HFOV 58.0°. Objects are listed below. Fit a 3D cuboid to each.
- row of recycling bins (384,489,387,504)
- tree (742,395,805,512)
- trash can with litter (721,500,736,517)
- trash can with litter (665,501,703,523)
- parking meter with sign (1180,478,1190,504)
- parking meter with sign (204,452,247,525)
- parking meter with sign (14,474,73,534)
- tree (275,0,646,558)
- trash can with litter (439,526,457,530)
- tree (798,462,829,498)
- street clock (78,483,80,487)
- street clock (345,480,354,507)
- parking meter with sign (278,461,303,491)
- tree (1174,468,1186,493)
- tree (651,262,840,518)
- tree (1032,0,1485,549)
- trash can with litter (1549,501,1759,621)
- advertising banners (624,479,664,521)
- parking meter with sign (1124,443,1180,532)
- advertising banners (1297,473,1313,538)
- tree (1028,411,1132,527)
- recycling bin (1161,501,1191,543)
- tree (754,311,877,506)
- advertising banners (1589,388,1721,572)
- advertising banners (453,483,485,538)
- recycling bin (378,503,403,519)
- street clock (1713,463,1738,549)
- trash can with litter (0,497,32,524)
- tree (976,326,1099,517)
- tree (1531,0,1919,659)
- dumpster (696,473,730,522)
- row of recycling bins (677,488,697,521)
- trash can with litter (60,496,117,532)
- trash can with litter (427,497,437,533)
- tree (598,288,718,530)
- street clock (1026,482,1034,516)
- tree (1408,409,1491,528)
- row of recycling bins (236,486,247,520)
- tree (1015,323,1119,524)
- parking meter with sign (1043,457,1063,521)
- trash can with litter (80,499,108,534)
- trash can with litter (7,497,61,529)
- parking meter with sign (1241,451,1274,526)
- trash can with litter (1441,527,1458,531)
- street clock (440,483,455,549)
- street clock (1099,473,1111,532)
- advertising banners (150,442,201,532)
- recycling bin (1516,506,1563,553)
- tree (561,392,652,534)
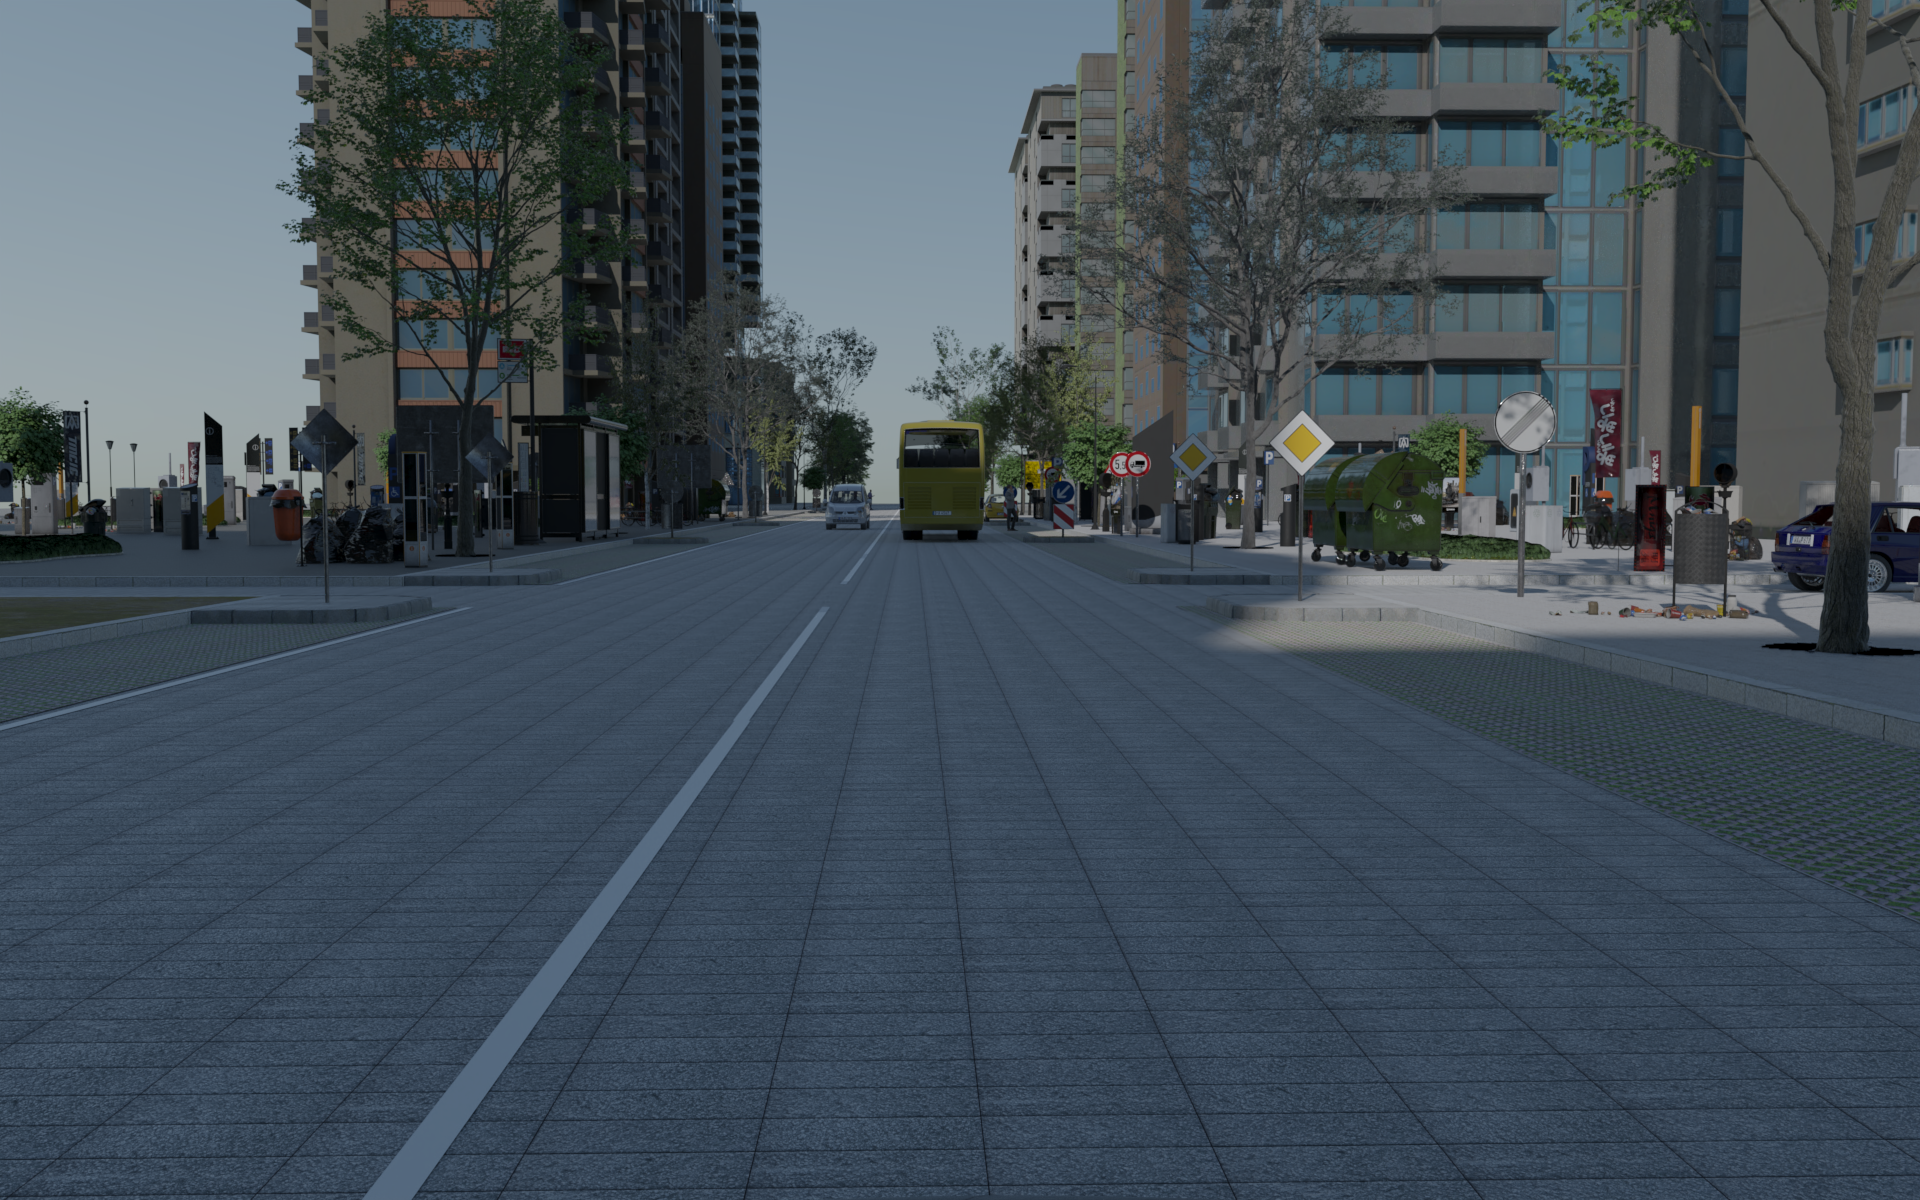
[{"bbox_3d":[-31.776,-5.607,98.784,1.069,1.692,3.534,0,4,5],"label":"row of recycling bins"},{"bbox_3d":[-13.242,-10.434,120.960,4.737,8.622,4.395,0,3,0],"label":"tree"},{"bbox_3d":[-12.952,-5.167,95.871,1.055,1.170,0.624,-3,4,-36],"label":"trash can with litter"},{"bbox_3d":[-12.558,-4.033,76.994,2.233,1.210,1.678,1,4,17],"label":"trash can with litter"},{"bbox_3d":[10.307,-5.104,79.717,0.543,3.016,1.738,3,5,44],"label":"parking meter with sign"},{"bbox_3d":[-30.511,-4.632,71.997,1.738,3.016,0.543,-1,4,-13],"label":"parking meter with sign"},{"bbox_3d":[-29.402,-3.627,55.567,1.738,3.016,0.543,0,4,-8],"label":"parking meter with sign"},{"bbox_3d":[-9.984,-6.689,35.116,9.928,11.665,9.643,0,3,0],"label":"tree"},{"bbox_3d":[-18.973,-3.076,61.348,2.233,1.210,1.678,-1,4,-15],"label":"trash can with litter"},{"bbox_3d":[-14.469,-11.509,171.880,4.285,4.588,4.351,0,3,0],"label":"tree"},{"bbox_3d":[-44.694,-5.068,87.433,0.471,2.002,0.358,-2,4,-29],"label":"street clock"},{"bbox_3d":[-30.864,-5.083,87.679,0.358,2.002,0.471,2,4,32],"label":"street clock"},{"bbox_3d":[-35.121,-5.745,90.191,0.543,3.016,1.738,2,4,34],"label":"parking meter with sign"},{"bbox_3d":[10.890,-5.736,88.380,1.663,3.219,1.824,0,3,0],"label":"tree"},{"bbox_3d":[-11.694,-11.160,92.829,12.009,13.543,11.850,0,3,0],"label":"tree"},{"bbox_3d":[6.921,-7.945,40.270,12.009,13.543,11.850,0,3,0],"label":"tree"},{"bbox_3d":[7.382,-0.442,18.293,2.233,1.210,1.678,1,4,13],"label":"trash can with litter"},{"bbox_3d":[-14.913,-5.228,81.671,2.074,3.025,0.090,-1,4,-21],"label":"advertising banners"},{"bbox_3d":[6.526,-3.862,59.407,1.738,3.016,0.543,-1,4,-12],"label":"parking meter with sign"},{"bbox_3d":[10.269,-3.303,50.194,0.090,3.025,2.074,-1,4,-21],"label":"advertising banners"},{"bbox_3d":[5.474,-5.177,68.356,4.285,4.588,4.351,0,3,0],"label":"tree"},{"bbox_3d":[5.694,-2.014,45.478,0.722,1.027,0.722,0,4,-7],"label":"recycling bin"},{"bbox_3d":[-15.223,-19.837,180.229,12.611,20.169,13.585,0,3,0],"label":"tree"},{"bbox_3d":[11.442,-1.982,28.586,2.074,3.025,0.090,1,4,12],"label":"advertising banners"},{"bbox_3d":[-14.667,-3.383,51.494,0.090,3.025,2.074,-3,5,-42],"label":"advertising banners"},{"bbox_3d":[-15.033,-2.058,46.206,0.722,1.027,0.722,0,4,4],"label":"recycling bin"},{"bbox_3d":[17.791,-2.185,40.294,0.358,2.002,0.471,-3,5,-44],"label":"street clock"},{"bbox_3d":[-41.085,-3.940,75.485,2.233,1.210,1.678,-2,4,-34],"label":"trash can with litter"},{"bbox_3d":[4.392,-9.958,97.233,8.767,10.594,7.601,3,4,36],"label":"tree"},{"bbox_3d":[7.149,-5.370,13.561,9.928,11.665,9.643,0,3,0],"label":"tree"},{"bbox_3d":[-11.656,-4.828,81.435,1.502,2.255,1.985,0,4,-1],"label":"dumpster"},{"bbox_3d":[-13.370,-4.734,84.514,1.069,1.692,3.534,0,4,3],"label":"row of recycling bins"},{"bbox_3d":[-29.313,-2.960,59.453,1.678,1.210,2.233,0,4,6],"label":"trash can with litter"},{"bbox_3d":[-17.449,-2.796,57.103,0.624,1.170,1.055,-2,4,-28],"label":"trash can with litter"},{"bbox_3d":[-11.134,-6.844,62.254,4.360,8.622,3.978,0,3,0],"label":"tree"},{"bbox_3d":[4.157,-6.036,103.254,0.471,2.002,0.358,0,4,7],"label":"street clock"},{"bbox_3d":[18.693,-5.077,66.716,4.285,4.588,4.351,0,3,0],"label":"tree"},{"bbox_3d":[-36.103,-4.817,85.874,1.069,1.692,3.534,0,4,-4],"label":"row of recycling bins"},{"bbox_3d":[4.747,-7.549,73.787,4.737,8.622,4.395,0,3,0],"label":"tree"},{"bbox_3d":[4.419,-5.321,83.258,0.543,3.016,1.738,-1,4,-14],"label":"parking meter with sign"},{"bbox_3d":[-21.128,-1.863,41.853,1.055,1.170,0.624,2,4,23],"label":"trash can with litter"},{"bbox_3d":[-33.818,-3.268,64.495,2.233,1.210,1.678,1,4,12],"label":"trash can with litter"},{"bbox_3d":[12.016,-4.564,70.890,0.543,3.016,1.738,-2,4,-35],"label":"parking meter with sign"},{"bbox_3d":[16.666,-3.031,60.618,1.678,1.210,2.233,-1,4,-18],"label":"trash can with litter"},{"bbox_3d":[-11.975,-2.196,40.480,0.358,2.002,0.471,-1,4,-18],"label":"street clock"},{"bbox_3d":[4.957,-3.315,58.767,0.471,2.002,0.358,-2,4,-29],"label":"street clock"},{"bbox_3d":[-26.278,-3.784,58.054,2.074,3.025,0.090,1,4,17],"label":"advertising banners"},{"bbox_3d":[12.665,-1.547,37.856,0.722,1.027,0.722,-3,4,-38],"label":"recycling bin"},{"bbox_3d":[-11.478,-4.429,56.125,4.285,4.588,4.351,0,3,0],"label":"tree"}]
